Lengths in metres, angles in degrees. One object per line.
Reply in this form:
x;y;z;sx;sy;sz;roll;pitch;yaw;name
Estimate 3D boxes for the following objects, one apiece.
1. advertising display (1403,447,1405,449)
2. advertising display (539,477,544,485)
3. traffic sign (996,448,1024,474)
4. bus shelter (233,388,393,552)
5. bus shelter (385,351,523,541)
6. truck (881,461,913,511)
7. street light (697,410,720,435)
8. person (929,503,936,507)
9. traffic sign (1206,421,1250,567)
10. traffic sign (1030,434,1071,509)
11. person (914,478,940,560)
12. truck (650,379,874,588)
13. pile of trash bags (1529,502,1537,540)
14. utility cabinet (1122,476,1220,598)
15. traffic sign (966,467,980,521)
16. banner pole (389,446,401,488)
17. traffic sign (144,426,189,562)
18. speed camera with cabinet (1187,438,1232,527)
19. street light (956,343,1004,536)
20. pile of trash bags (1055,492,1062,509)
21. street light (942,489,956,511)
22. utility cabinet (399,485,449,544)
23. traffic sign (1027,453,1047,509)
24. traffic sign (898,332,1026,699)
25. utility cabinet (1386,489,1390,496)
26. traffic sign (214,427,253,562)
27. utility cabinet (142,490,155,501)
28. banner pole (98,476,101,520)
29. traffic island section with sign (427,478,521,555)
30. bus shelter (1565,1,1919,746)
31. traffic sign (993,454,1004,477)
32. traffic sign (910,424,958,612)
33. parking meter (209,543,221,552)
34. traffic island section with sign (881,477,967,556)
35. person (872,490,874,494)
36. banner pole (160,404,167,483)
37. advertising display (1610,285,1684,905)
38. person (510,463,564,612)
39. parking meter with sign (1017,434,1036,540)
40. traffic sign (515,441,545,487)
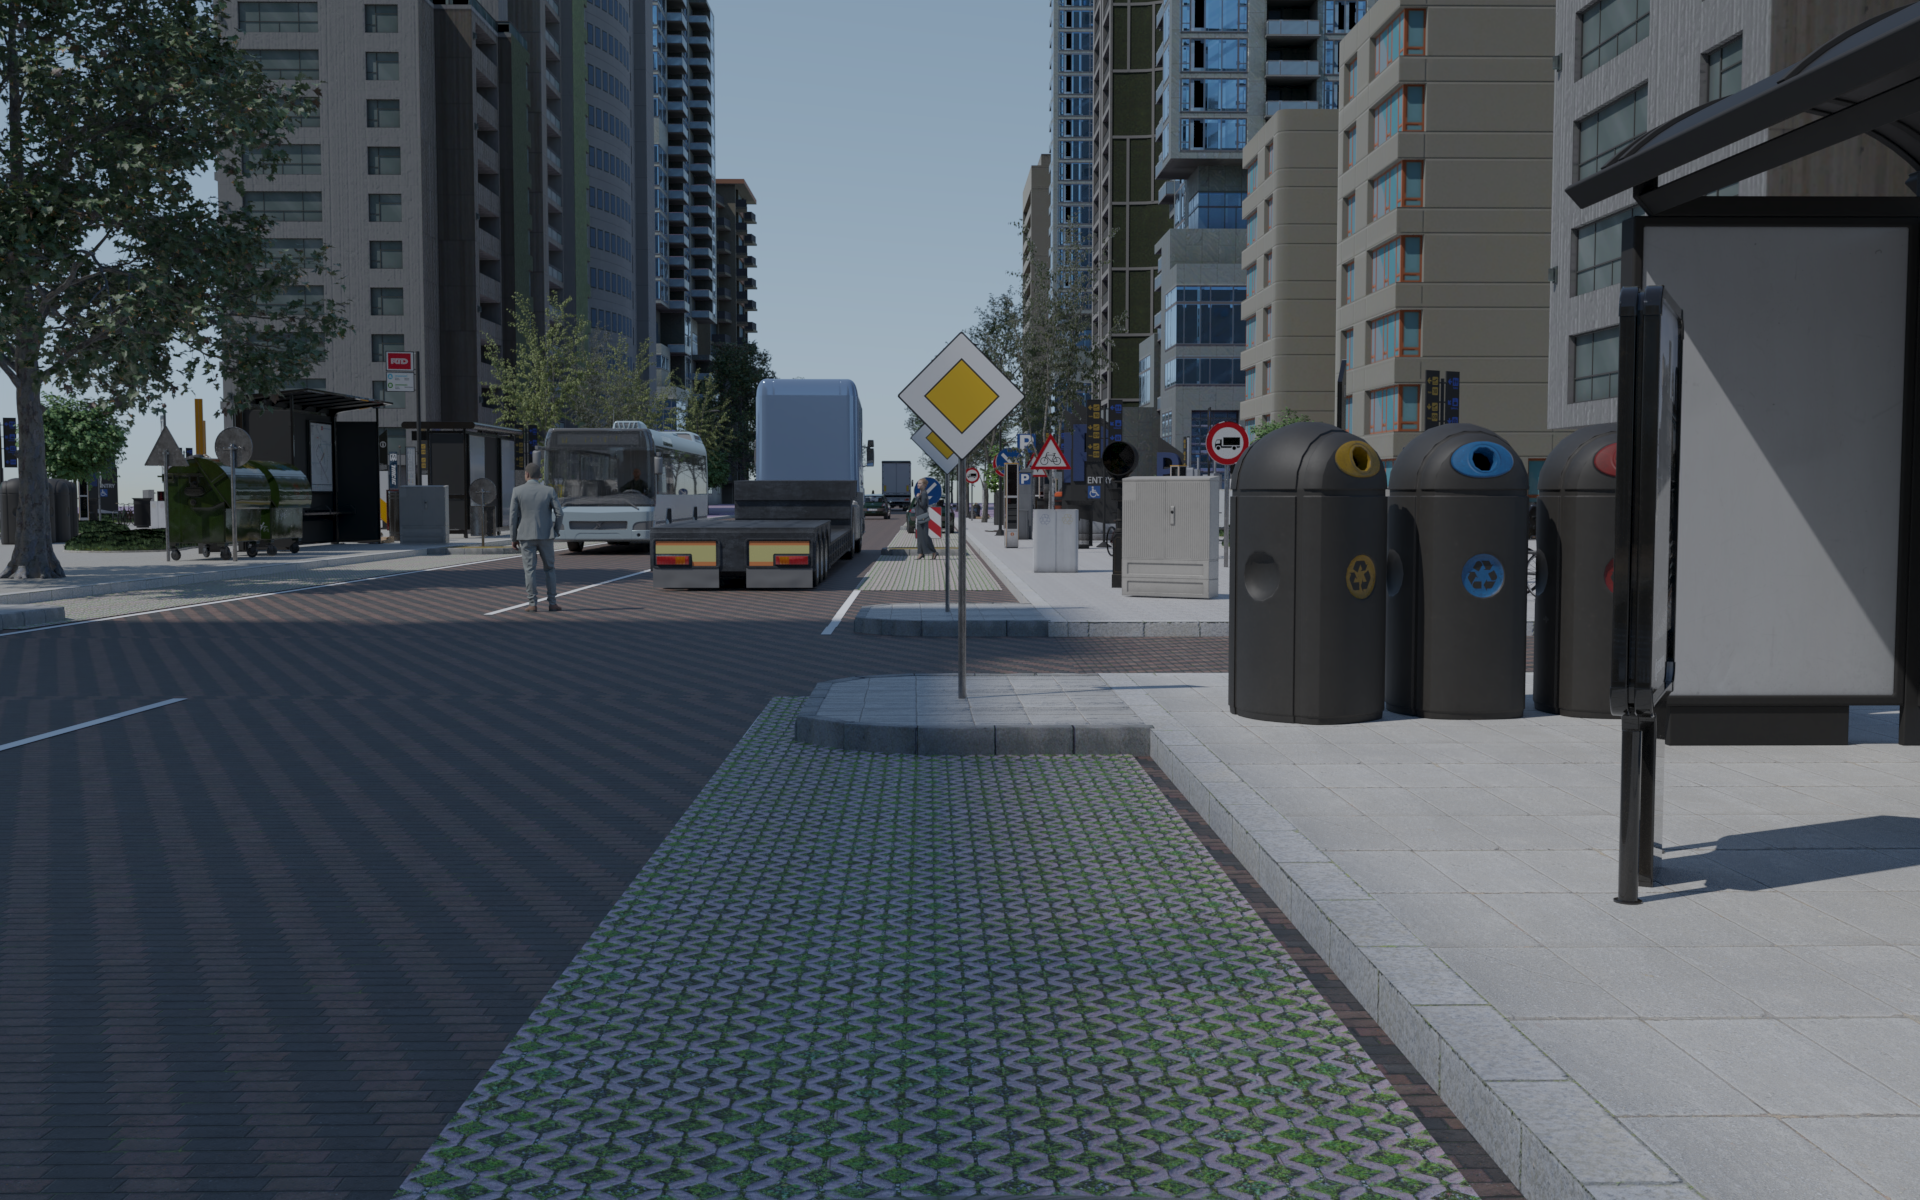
6.280;-1.165;24.264;0.123;1.923;0.974;1;4;18;advertising display
-15.544;-3.707;65.821;0.974;1.923;0.123;-1;4;-16;advertising display
1.365;-2.902;47.561;0.768;2.556;0.104;0;4;7;traffic sign
-15.329;-3.066;41.420;1.731;3.624;6.357;0;4;-1;bus shelter
-15.057;-4.508;51.334;2.179;5.291;8.768;0;4;-1;bus shelter
-5.481;-9.902;150.814;2.839;4.237;11.283;0;4;-1;truck
-13.953;-7.529;95.633;1.470;5.913;1.316;0;4;-1;street light
-1.005;-2.601;53.629;0.523;1.515;0.503;-1;4;-21;person
4.661;-1.845;30.264;0.768;2.556;0.104;0;4;-1;traffic sign
1.967;-2.296;37.550;0.884;2.594;0.081;0;4;7;traffic sign
-0.757;-1.748;37.509;0.534;1.772;0.576;-2;4;-24;person
-3.484;-2.749;34.700;2.967;4.110;18.799;0;4;-1;truck
15.063;-2.369;48.493;3.447;1.369;1.912;0;4;4;pile of trash bags
2.586;-0.775;21.353;1.173;1.500;0.318;2;4;32;utility cabinet
0.575;-5.067;82.958;0.768;2.556;0.104;0;4;1;traffic sign
-29.193;-6.099;89.729;0.863;3.779;0.401;1;4;15;banner pole
-15.062;-2.011;32.882;0.884;2.594;0.081;0;4;5;traffic sign
8.731;-4.063;60.768;2.038;3.252;0.660;1;4;18;speed camera with cabinet
0.699;-4.928;53.107;1.470;5.913;1.316;0;4;-1;street light
4.634;-3.593;68.502;1.912;1.369;3.447;2;4;30;pile of trash bags
-0.092;-7.372;93.076;1.470;5.913;1.316;0;4;-1;street light
-13.611;-2.160;43.991;1.173;1.500;0.318;0;4;1;utility cabinet
2.299;-3.286;53.724;0.884;2.594;0.081;0;4;0;traffic sign
0.010;-0.438;10.812;0.795;2.450;0.064;0;4;-1;traffic sign
12.706;-2.617;51.473;0.318;1.500;1.173;0;4;-3;utility cabinet
-13.797;-2.005;32.894;0.768;2.556;0.104;0;4;7;traffic sign
-39.605;-4.639;84.524;0.318;1.500;1.173;-1;4;-13;utility cabinet
-36.474;-5.102;73.438;0.401;3.779;0.863;-1;4;-19;banner pole
-11.539;-2.015;41.574;1.989;1.847;2.006;0;4;-1;traffic island section with sign
4.179;-0.756;6.286;2.014;3.302;5.546;0;4;-1;bus shelter
1.350;-3.134;51.348;0.768;2.556;0.104;0;4;6;traffic sign
-0.139;-0.927;18.796;0.795;2.450;0.064;0;4;-1;traffic sign
-16.442;-1.984;38.146;0.255;1.863;0.399;-1;4;-23;parking meter
-0.859;-1.969;40.825;1.989;1.847;2.006;0;4;-1;traffic island section with sign
-6.507;-7.385;129.963;1.217;1.735;0.721;0;4;6;person
-22.136;-3.558;48.189;0.401;3.779;0.863;-2;4;-35;banner pole
2.287;-0.034;5.764;0.123;1.923;0.974;2;4;26;advertising display
-5.157;-0.765;21.108;0.635;1.810;0.391;-2;4;-24;person
1.841;-3.242;49.270;0.543;3.016;1.738;0;4;5;parking meter with sign
-16.010;-4.435;66.384;2.265;3.308;0.079;0;4;3;traffic sign
